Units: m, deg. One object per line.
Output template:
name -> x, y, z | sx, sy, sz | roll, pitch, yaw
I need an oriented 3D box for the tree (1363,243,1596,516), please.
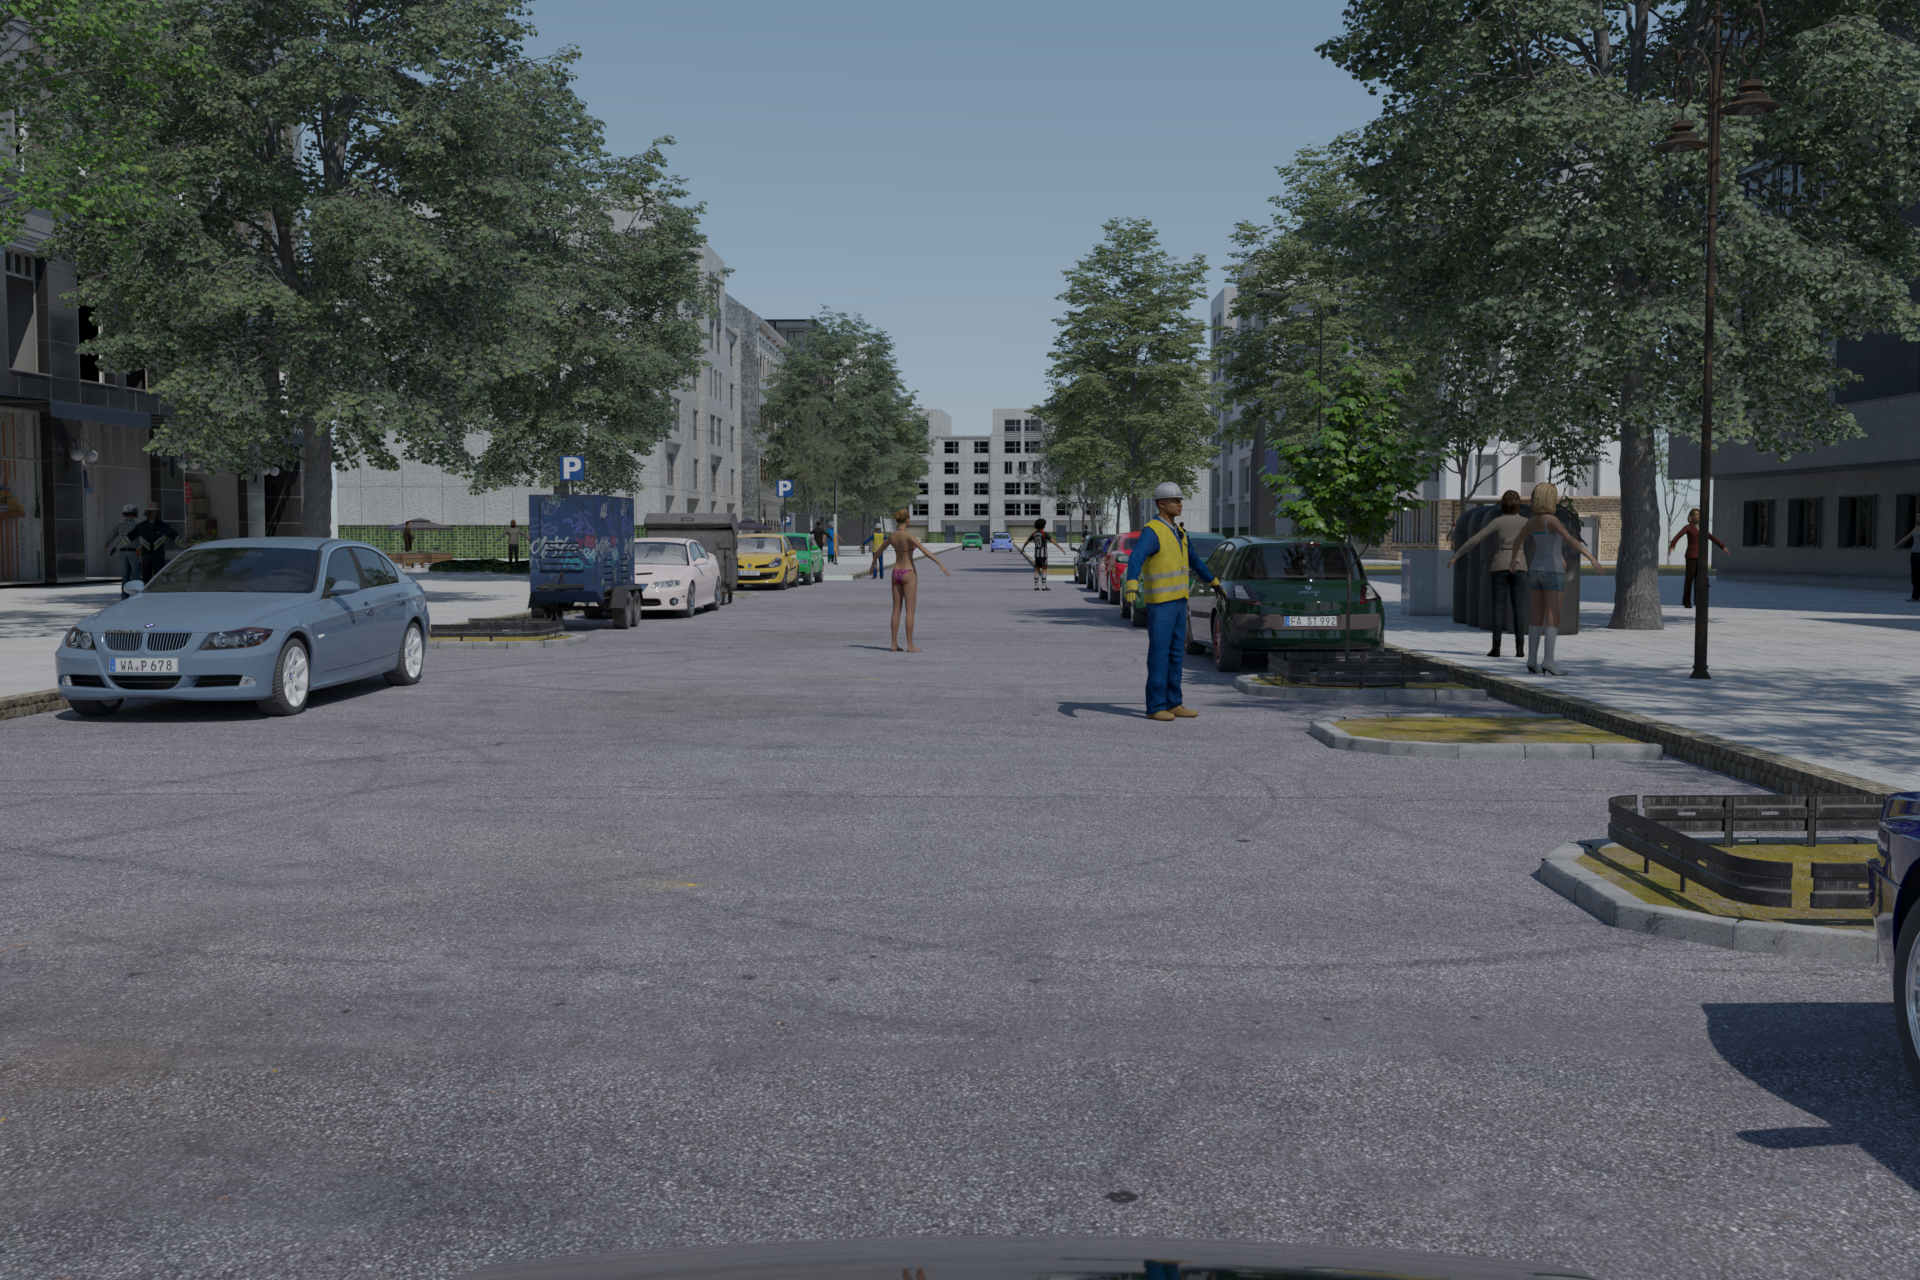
tree -> 20.214, -9.698, 68.937 | 12.009, 13.543, 11.850 | 0, 3, 0

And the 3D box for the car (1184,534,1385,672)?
car -> 3.521, -0.587, 19.384 | 2.009, 1.686, 4.222 | 0, 4, 0

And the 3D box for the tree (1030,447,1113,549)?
tree -> 9.969, -13.365, 152.938 | 8.767, 10.594, 7.601 | 2, 4, 30

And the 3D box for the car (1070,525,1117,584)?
car -> 4.257, -2.509, 50.812 | 2.009, 1.686, 4.222 | 0, 4, 1

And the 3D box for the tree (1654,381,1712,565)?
tree -> 29.590, -7.450, 72.163 | 4.360, 8.622, 3.978 | 0, 3, 0

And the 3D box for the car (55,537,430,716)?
car -> -6.068, -0.194, 15.179 | 2.014, 1.417, 4.499 | 0, 4, 1

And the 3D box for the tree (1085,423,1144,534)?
tree -> 8.605, -9.391, 103.902 | 4.360, 8.622, 3.978 | 0, 3, 0

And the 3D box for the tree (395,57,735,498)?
tree -> -10.839, -8.589, 47.089 | 9.857, 13.997, 8.962 | 0, 3, 0

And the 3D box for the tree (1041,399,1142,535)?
tree -> 9.326, -11.927, 120.762 | 9.928, 11.665, 9.643 | 0, 3, 0

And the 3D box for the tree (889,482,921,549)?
tree -> -6.115, -12.404, 153.168 | 4.360, 8.622, 3.978 | 0, 3, 0

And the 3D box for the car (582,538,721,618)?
car -> -5.467, -1.147, 31.113 | 2.083, 1.381, 4.827 | 0, 4, 1

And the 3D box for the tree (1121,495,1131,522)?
tree -> 25.439, -18.197, 247.880 | 4.360, 8.622, 3.978 | 0, 3, 0

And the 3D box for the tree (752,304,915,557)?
tree -> -7.089, -11.698, 97.912 | 9.857, 13.997, 8.962 | 0, 3, 0

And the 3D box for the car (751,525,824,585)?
car -> -4.966, -2.508, 49.795 | 1.959, 1.807, 4.718 | 0, 4, 1

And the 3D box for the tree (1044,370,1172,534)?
tree -> 8.185, -9.593, 91.258 | 8.767, 10.594, 7.601 | 1, 4, 21

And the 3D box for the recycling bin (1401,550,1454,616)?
recycling bin -> 7.431, -0.913, 27.475 | 0.722, 1.027, 0.722 | 0, 4, 2

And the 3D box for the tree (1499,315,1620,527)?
tree -> 20.066, -6.573, 57.830 | 4.737, 8.622, 4.395 | 0, 3, 0

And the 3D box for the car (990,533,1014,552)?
car -> 3.286, -7.754, 136.366 | 1.945, 1.707, 3.694 | 0, 4, 2

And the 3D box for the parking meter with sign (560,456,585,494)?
parking meter with sign -> -8.623, -2.644, 39.487 | 0.543, 3.016, 1.738 | 0, 4, 1

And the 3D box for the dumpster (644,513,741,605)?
dumpster -> -5.456, -1.653, 35.239 | 1.865, 1.857, 1.264 | 0, 4, 1

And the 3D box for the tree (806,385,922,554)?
tree -> -6.230, -10.678, 108.995 | 8.767, 10.594, 7.601 | 1, 4, 12

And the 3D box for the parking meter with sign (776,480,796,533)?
parking meter with sign -> -5.604, -3.689, 56.584 | 0.543, 3.016, 1.738 | 0, 4, 2

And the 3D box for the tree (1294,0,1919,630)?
tree -> 9.071, -7.111, 22.918 | 9.857, 13.997, 8.962 | 0, 3, 0

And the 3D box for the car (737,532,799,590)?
car -> -5.236, -2.148, 45.339 | 2.015, 1.641, 3.980 | 0, 4, 1

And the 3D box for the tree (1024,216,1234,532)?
tree -> 6.120, -8.849, 62.816 | 7.486, 12.596, 7.792 | 0, 3, 0

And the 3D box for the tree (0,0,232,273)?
tree -> -12.438, -5.730, 19.439 | 9.928, 11.665, 9.643 | 0, 3, 0

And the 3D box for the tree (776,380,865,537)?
tree -> -7.239, -8.125, 83.198 | 4.360, 8.622, 3.978 | 0, 3, 0

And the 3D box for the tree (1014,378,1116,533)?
tree -> 9.713, -13.796, 135.926 | 12.009, 13.543, 11.850 | 0, 3, 0

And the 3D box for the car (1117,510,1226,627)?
car -> 3.576, -1.181, 28.102 | 1.959, 1.807, 4.718 | 0, 4, 1

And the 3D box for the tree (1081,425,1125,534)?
tree -> 8.701, -9.806, 110.693 | 4.360, 8.622, 3.978 | 0, 3, 0

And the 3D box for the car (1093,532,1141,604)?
car -> 3.925, -1.695, 36.747 | 2.155, 1.783, 4.494 | 0, 4, 0

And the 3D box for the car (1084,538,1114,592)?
car -> 4.152, -1.917, 43.922 | 1.945, 1.354, 3.894 | 0, 3, 0

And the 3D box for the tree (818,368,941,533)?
tree -> -6.214, -13.763, 131.681 | 9.857, 13.997, 8.962 | 0, 3, 0

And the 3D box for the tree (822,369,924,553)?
tree -> -6.136, -12.254, 118.482 | 7.486, 12.596, 7.792 | 0, 3, 0

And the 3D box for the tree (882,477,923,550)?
tree -> -6.473, -12.795, 143.603 | 7.601, 10.594, 8.767 | 2, 4, 30

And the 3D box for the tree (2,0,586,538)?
tree -> -11.157, -7.530, 29.772 | 9.857, 13.997, 8.962 | 0, 3, 0

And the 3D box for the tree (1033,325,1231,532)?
tree -> 7.525, -8.619, 75.337 | 8.767, 10.594, 7.601 | 0, 4, -5

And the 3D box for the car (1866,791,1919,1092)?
car -> 3.175, 0.592, 2.904 | 1.945, 1.354, 3.894 | 0, 4, 2

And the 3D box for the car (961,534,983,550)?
car -> 1.078, -8.892, 154.181 | 1.959, 1.807, 4.718 | 0, 4, 1

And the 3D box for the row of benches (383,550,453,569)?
row of benches -> -20.721, -3.018, 64.799 | 1.422, 0.672, 4.104 | 2, 4, 29

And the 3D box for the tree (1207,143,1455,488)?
tree -> 10.995, -8.133, 51.104 | 7.486, 12.596, 7.792 | 0, 3, 0
